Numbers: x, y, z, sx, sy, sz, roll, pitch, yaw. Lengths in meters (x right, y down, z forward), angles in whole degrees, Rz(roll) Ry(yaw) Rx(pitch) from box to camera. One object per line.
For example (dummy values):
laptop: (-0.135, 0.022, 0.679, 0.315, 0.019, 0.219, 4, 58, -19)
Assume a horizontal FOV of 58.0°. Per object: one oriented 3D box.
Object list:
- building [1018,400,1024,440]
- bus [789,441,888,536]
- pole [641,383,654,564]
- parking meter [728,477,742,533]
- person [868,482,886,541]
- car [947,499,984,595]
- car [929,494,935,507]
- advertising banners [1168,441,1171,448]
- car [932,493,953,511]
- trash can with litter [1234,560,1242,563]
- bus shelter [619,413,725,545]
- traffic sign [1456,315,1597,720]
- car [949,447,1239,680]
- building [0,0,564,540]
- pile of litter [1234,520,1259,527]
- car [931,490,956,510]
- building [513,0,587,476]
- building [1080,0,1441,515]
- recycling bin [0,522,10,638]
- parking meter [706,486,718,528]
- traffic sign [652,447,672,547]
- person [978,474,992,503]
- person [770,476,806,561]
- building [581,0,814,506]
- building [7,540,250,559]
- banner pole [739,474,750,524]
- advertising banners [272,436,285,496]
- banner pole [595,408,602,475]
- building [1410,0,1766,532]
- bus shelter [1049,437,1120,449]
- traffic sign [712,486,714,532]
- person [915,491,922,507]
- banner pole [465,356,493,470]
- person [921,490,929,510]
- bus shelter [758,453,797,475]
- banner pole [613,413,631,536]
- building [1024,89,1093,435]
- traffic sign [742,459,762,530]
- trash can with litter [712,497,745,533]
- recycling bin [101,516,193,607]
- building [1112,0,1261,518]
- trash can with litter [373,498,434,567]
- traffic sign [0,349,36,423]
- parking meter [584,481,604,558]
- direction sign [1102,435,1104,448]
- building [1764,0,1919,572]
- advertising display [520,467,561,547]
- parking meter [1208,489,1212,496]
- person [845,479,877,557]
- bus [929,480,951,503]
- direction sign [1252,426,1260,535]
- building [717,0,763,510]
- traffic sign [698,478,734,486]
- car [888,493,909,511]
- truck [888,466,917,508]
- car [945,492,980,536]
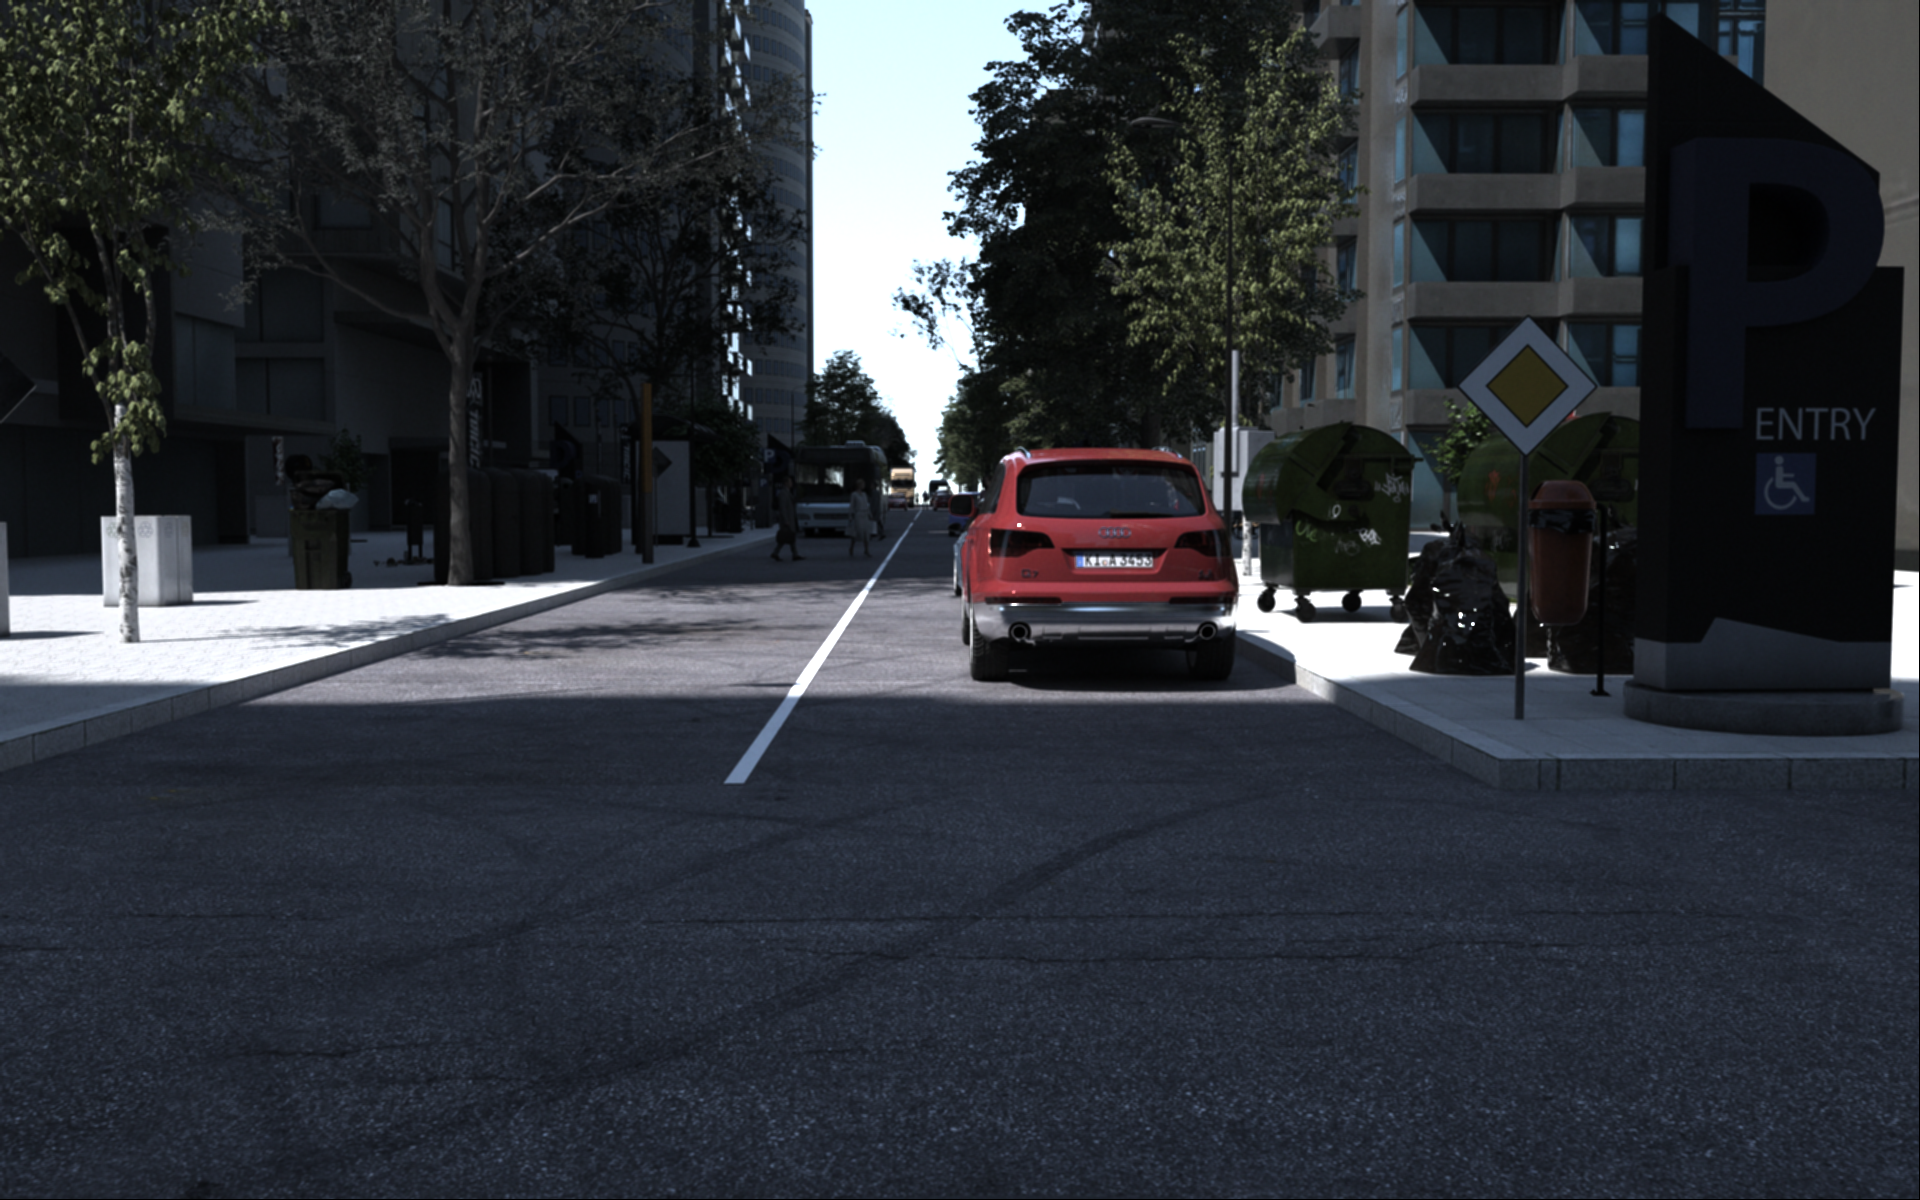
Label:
building: (21.847, -23.569, 230.396, 27.650, 21.520, 28.899, 0, 4, -1)
bus: (-4.083, -4.088, 61.692, 2.948, 3.499, 13.247, 0, 4, 0)
pole: (-5.774, -2.330, 31.939, 0.158, 3.312, 0.155, 0, 3, 0)
parking meter: (-7.379, -3.128, 56.860, 0.399, 1.863, 0.255, 1, 4, 20)
person: (-2.661, -2.744, 53.462, 0.767, 1.812, 0.694, 0, 4, -4)
car: (0.855, -0.676, 23.059, 2.014, 1.417, 4.499, 0, 4, -3)
car: (-2.585, -11.685, 200.087, 2.155, 1.783, 4.494, 0, 4, -3)
advertising banners: (5.642, -3.101, 46.888, 0.090, 3.025, 2.074, 0, 4, 6)
car: (-1.316, -8.362, 145.751, 2.155, 1.783, 4.494, 0, 4, -2)
trash can with litter: (4.263, -1.317, 32.597, 2.233, 1.210, 1.678, 3, 5, 45)
bus shelter: (-7.568, -3.191, 46.095, 2.014, 3.302, 5.546, 0, 4, -1)
traffic sign: (3.185, -0.377, 9.810, 0.795, 2.450, 0.064, 0, 4, -1)
car: (1.053, -0.379, 14.878, 2.281, 1.827, 5.304, 0, 4, -1)
building: (-30.703, -29.073, 64.576, 28.713, 52.752, 27.495, 0, 4, -1)
pile of litter: (11.050, -3.176, 65.898, 1.719, 0.858, 1.176, 3, 5, 40)
car: (-1.431, -8.991, 155.671, 2.281, 1.827, 5.304, 0, 4, -1)
building: (-25.917, -33.981, 97.584, 21.231, 58.520, 28.212, 0, 4, -1)
building: (21.176, -31.604, 136.335, 23.786, 49.044, 30.456, 0, 4, -1)
recycling bin: (-8.954, -0.167, 15.292, 0.722, 1.027, 0.722, 1, 4, 11)
parking meter: (-9.252, -3.601, 64.586, 0.399, 1.863, 0.255, -2, 4, -28)
traffic sign: (-7.378, -2.499, 42.052, 0.795, 2.450, 0.064, 0, 4, 1)
person: (0.541, -1.581, 34.353, 0.555, 1.821, 0.388, 0, 4, 8)
person: (-3.685, -1.748, 37.184, 0.767, 1.812, 0.694, 0, 4, 0)
building: (-27.466, -39.603, 189.506, 21.231, 58.520, 28.212, 0, 4, -1)
building: (-29.166, -26.907, 29.168, 28.713, 52.752, 27.495, 0, 4, -1)
banner pole: (-9.385, -5.197, 74.995, 0.863, 3.779, 0.401, 2, 4, 24)
advertising banners: (-19.921, -3.410, 51.935, 2.074, 3.025, 0.090, 2, 4, 31)
banner pole: (-10.431, -3.674, 50.081, 0.401, 3.779, 0.863, -1, 4, -22)
building: (24.049, -27.510, 69.390, 23.786, 49.044, 30.456, 0, 4, -1)
bus shelter: (4.136, -3.973, 58.887, 2.014, 3.302, 5.546, 0, 4, -1)
traffic sign: (-8.348, -3.573, 58.523, 0.768, 2.556, 0.104, 0, 4, 1)
person: (-4.639, -10.815, 186.107, 1.217, 1.735, 0.721, -2, 4, -29)
banner pole: (-8.654, -2.525, 31.303, 0.401, 3.779, 0.863, 2, 4, 30)
person: (-3.120, -8.986, 155.293, 0.709, 1.838, 0.599, 0, 4, -3)
bus shelter: (-8.095, -5.275, 80.170, 2.014, 3.302, 5.546, 0, 4, -1)
banner pole: (-10.434, -3.886, 53.558, 0.863, 3.779, 0.401, -3, 5, -39)
building: (18.792, -35.512, 204.316, 21.300, 48.544, 21.600, 0, 4, -1)
traffic sign: (-7.452, -3.780, 61.902, 0.768, 2.556, 0.104, 1, 4, 8)
trash can with litter: (-7.753, -2.840, 57.821, 1.055, 1.170, 0.624, -2, 4, -30)
recycling bin: (-9.366, -0.454, 19.971, 0.722, 1.027, 0.722, 0, 4, 4)
building: (22.124, -48.432, 104.532, 22.319, 86.520, 31.000, 0, 4, -1)
trash can with litter: (-10.203, -1.257, 31.609, 1.678, 1.210, 2.233, 0, 4, 4)
traffic sign: (-5.558, -0.370, 9.691, 0.795, 2.450, 0.064, 0, 4, -1)
parking meter: (-7.338, -1.610, 34.734, 0.372, 1.533, 0.369, 0, 3, 0)
direction sign: (4.084, -3.518, 49.523, 0.379, 3.537, 0.876, 0, 4, 4)
building: (26.200, -24.764, 28.598, 21.600, 48.544, 21.300, 0, 4, -1)
advertising display: (-10.219, -2.258, 42.127, 0.974, 1.923, 0.123, -1, 4, -16)
parking meter: (10.959, -4.177, 76.707, 0.372, 1.533, 0.369, 0, 3, 0)
person: (-2.281, -1.887, 39.703, 0.694, 1.780, 0.624, -2, 4, -29)
bus: (-2.705, -14.212, 227.218, 2.948, 3.499, 13.247, 0, 4, 0)
direction sign: (9.094, -3.791, 53.972, 0.379, 3.537, 0.876, -1, 4, -22)
building: (-27.348, -31.041, 127.133, 23.786, 49.044, 30.456, 0, 4, -1)
traffic sign: (-8.390, -3.774, 55.579, 2.265, 3.308, 0.079, 0, 4, 6)
car: (-5.423, -8.549, 148.809, 2.155, 1.783, 4.494, 0, 4, -2)
truck: (-5.852, -11.517, 177.218, 2.839, 4.237, 11.283, 0, 4, -1)
car: (0.450, -3.076, 59.885, 1.945, 1.707, 3.694, 0, 3, 0)
